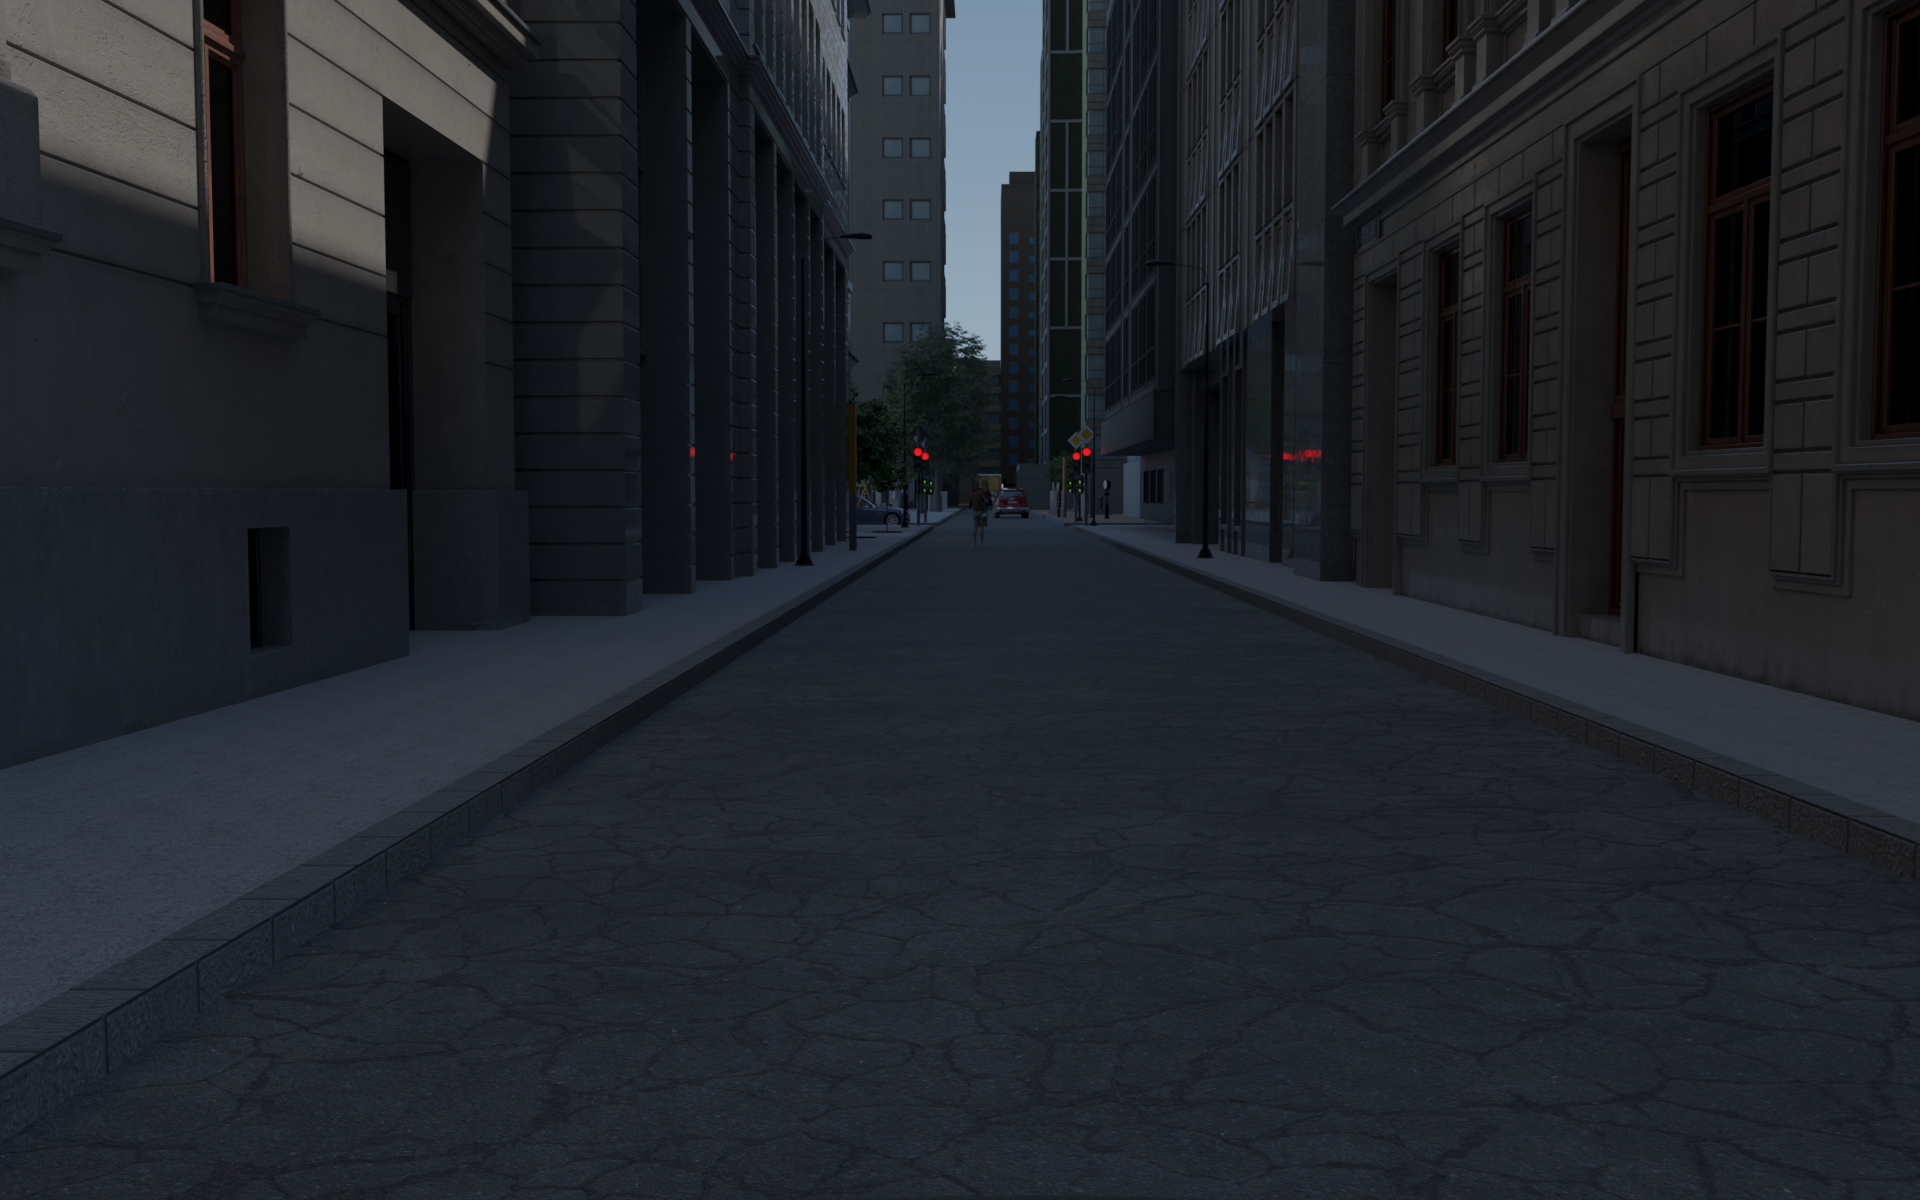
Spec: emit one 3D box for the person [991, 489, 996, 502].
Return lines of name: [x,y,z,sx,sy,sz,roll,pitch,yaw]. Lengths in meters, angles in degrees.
person: [3.063,-8.861,153.259,0.514,1.842,0.818,-1,4,-16]

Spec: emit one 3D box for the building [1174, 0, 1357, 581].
building: [11.443,-13.239,34.483,12.078,24.808,19.932,0,4,1]

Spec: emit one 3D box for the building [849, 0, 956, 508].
building: [-14.975,-35.309,166.533,28.713,52.752,27.495,0,4,1]

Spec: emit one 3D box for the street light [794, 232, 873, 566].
street light: [-2.254,-3.569,30.889,1.470,5.913,1.316,0,4,1]

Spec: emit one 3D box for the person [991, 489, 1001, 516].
person: [2.375,-6.311,112.437,0.760,1.731,0.466,-3,5,-41]

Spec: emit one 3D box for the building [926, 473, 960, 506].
building: [-10.389,-46.003,190.403,20.563,71.187,20.611,0,4,1]

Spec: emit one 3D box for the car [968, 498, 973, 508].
car: [1.841,-10.182,178.275,2.131,1.459,4.920,0,3,0]

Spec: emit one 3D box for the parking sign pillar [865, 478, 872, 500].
parking sign pillar: [-7.321,-9.183,138.612,1.447,3.967,1.447,0,4,2]

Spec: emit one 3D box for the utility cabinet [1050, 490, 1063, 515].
utility cabinet: [6.038,-5.998,106.753,0.318,1.500,1.173,3,5,45]

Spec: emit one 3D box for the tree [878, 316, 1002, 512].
tree: [-1.548,-13.385,125.500,9.857,13.997,8.962,0,3,0]

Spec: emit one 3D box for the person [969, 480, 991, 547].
person: [0.572,-2.381,47.407,0.580,1.828,0.573,-1,4,-11]

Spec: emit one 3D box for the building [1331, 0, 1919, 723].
building: [10.417,-10.881,14.060,11.583,22.565,21.152,0,4,1]

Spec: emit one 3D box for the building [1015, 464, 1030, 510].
building: [15.032,-43.012,141.497,20.563,71.187,20.611,0,4,1]

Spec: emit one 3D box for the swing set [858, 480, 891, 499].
swing set: [-7.689,-9.398,151.271,2.862,2.851,3.119,1,4,18]

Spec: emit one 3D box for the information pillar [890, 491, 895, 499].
information pillar: [-4.134,-7.054,106.692,0.183,3.616,0.504,-2,4,-35]

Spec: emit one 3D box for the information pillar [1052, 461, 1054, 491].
information pillar: [6.656,-8.095,123.708,0.183,3.616,0.504,1,4,9]

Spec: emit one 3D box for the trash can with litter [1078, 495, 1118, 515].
trash can with litter: [8.845,-5.886,107.289,1.678,1.210,2.233,-2,4,-35]

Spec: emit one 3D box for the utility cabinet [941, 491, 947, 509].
utility cabinet: [-1.655,-8.368,145.501,1.173,1.500,0.318,0,4,4]

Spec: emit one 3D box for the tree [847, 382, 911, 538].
tree: [-3.106,-4.083,50.476,4.285,4.588,4.351,0,3,0]

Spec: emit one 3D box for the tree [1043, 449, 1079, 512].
tree: [7.739,-8.763,126.991,4.285,4.588,4.351,0,3,0]

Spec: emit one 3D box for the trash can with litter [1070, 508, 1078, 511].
trash can with litter: [9.379,-7.400,132.041,2.233,1.210,1.678,2,4,27]

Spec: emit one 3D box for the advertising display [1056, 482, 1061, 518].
advertising display: [5.420,-5.487,94.924,0.123,1.923,0.974,0,4,-5]

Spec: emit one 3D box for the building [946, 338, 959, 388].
building: [-15.118,-22.688,215.993,28.899,21.520,27.650,0,4,1]

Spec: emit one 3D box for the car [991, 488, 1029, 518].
car: [3.038,-5.824,103.891,2.281,1.827,5.304,0,4,-1]

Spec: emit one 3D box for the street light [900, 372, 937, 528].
street light: [-1.572,-5.726,66.169,1.470,5.913,1.316,0,4,1]

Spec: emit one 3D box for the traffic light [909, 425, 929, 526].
traffic light: [-1.669,-4.973,70.233,0.839,4.253,0.868,0,4,1]

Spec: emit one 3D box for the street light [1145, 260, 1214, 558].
street light: [4.372,-3.791,34.517,1.470,5.913,1.316,0,4,1]

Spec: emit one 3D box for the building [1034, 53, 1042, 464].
building: [14.463,-29.335,163.217,14.154,41.232,14.086,0,4,1]

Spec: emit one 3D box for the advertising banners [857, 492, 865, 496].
advertising banners: [-8.503,-9.152,145.815,2.074,3.025,0.090,3,5,40]

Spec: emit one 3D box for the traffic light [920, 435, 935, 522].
traffic light: [-1.546,-5.462,78.217,0.839,4.253,0.868,0,4,1]

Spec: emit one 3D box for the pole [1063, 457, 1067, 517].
pole: [5.800,-6.250,96.025,0.158,3.312,0.155,0,3,0]

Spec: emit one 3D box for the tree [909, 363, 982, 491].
tree: [-1.213,-14.070,148.172,7.486,12.596,7.792,0,3,0]

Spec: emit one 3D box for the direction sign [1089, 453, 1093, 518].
direction sign: [7.213,-6.289,94.820,0.379,3.537,0.876,0,4,-3]

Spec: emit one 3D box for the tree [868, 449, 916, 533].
tree: [-2.514,-3.839,57.376,1.663,3.219,1.824,0,3,0]

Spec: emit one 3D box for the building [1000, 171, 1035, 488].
building: [12.808,-36.270,243.122,14.200,45.320,14.600,0,4,1]

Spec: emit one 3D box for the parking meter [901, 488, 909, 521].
parking meter: [-2.688,-4.792,84.067,0.255,1.863,0.399,-2,4,-30]

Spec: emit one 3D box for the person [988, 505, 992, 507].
person: [3.181,-10.863,185.978,0.709,1.838,0.599,0,4,-4]

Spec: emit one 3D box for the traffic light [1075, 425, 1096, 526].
traffic light: [5.091,-4.968,70.145,0.839,4.253,0.868,0,4,1]

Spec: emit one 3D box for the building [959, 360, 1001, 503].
building: [-8.634,-24.827,250.956,28.899,21.520,27.650,0,4,1]

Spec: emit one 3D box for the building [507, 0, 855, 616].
building: [-8.658,-15.571,32.082,11.434,29.767,29.804,0,4,1]

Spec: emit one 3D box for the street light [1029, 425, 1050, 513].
street light: [5.631,-8.849,117.219,1.470,5.913,1.316,0,4,1]

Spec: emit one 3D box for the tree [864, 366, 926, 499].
tree: [-3.982,-9.172,100.332,4.737,8.622,4.395,0,3,0]

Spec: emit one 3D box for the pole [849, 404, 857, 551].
pole: [-2.432,-2.780,39.295,0.158,3.312,0.155,0,3,0]

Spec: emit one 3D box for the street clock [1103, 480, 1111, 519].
street clock: [7.565,-5.175,89.181,0.358,2.002,0.471,-1,4,-19]

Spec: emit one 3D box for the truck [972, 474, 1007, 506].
truck: [2.759,-10.553,168.469,3.469,3.379,9.791,0,4,2]

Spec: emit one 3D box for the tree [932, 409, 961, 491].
tree: [-1.415,-11.300,135.116,4.360,8.622,3.978,0,3,0]

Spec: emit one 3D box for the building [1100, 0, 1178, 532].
building: [12.549,-16.126,57.168,14.314,27.812,24.014,0,4,1]

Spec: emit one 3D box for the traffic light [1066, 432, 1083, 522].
traffic light: [5.215,-5.456,78.129,0.839,4.253,0.868,0,4,1]

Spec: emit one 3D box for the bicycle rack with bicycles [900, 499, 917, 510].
bicycle rack with bicycles: [-4.174,-7.583,137.365,2.925,0.926,2.852,1,4,9]

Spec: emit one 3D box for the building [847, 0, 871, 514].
building: [-18.746,-14.032,62.704,30.059,22.955,16.112,0,4,1]

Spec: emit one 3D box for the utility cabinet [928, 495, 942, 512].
utility cabinet: [-1.806,-7.070,126.748,1.020,1.237,0.306,-2,4,-28]

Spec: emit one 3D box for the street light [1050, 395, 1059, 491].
street light: [5.096,-6.659,81.423,1.470,5.913,1.316,0,4,1]

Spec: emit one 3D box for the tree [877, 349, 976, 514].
tree: [-2.699,-10.885,112.377,8.767,10.594,7.601,3,4,37]

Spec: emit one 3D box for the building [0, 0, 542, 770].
building: [-10.701,-13.341,5.518,14.401,28.519,23.554,0,4,1]

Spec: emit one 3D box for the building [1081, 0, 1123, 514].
building: [15.013,-26.367,114.701,14.154,41.232,14.086,0,4,1]

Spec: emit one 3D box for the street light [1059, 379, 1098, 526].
street light: [4.859,-5.949,69.800,1.470,5.913,1.316,0,4,1]

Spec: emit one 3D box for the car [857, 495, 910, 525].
car: [-4.382,-3.836,74.724,4.499,1.417,2.014,0,3,0]

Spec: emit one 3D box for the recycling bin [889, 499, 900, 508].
recycling bin: [-3.546,-4.782,90.747,0.722,1.027,0.722,0,4,6]

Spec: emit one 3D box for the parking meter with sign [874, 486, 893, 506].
parking meter with sign: [-3.602,-5.111,79.831,0.543,3.016,1.738,-2,4,-27]

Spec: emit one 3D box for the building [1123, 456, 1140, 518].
building: [21.912,-30.570,89.059,27.495,52.752,28.713,0,4,1]
